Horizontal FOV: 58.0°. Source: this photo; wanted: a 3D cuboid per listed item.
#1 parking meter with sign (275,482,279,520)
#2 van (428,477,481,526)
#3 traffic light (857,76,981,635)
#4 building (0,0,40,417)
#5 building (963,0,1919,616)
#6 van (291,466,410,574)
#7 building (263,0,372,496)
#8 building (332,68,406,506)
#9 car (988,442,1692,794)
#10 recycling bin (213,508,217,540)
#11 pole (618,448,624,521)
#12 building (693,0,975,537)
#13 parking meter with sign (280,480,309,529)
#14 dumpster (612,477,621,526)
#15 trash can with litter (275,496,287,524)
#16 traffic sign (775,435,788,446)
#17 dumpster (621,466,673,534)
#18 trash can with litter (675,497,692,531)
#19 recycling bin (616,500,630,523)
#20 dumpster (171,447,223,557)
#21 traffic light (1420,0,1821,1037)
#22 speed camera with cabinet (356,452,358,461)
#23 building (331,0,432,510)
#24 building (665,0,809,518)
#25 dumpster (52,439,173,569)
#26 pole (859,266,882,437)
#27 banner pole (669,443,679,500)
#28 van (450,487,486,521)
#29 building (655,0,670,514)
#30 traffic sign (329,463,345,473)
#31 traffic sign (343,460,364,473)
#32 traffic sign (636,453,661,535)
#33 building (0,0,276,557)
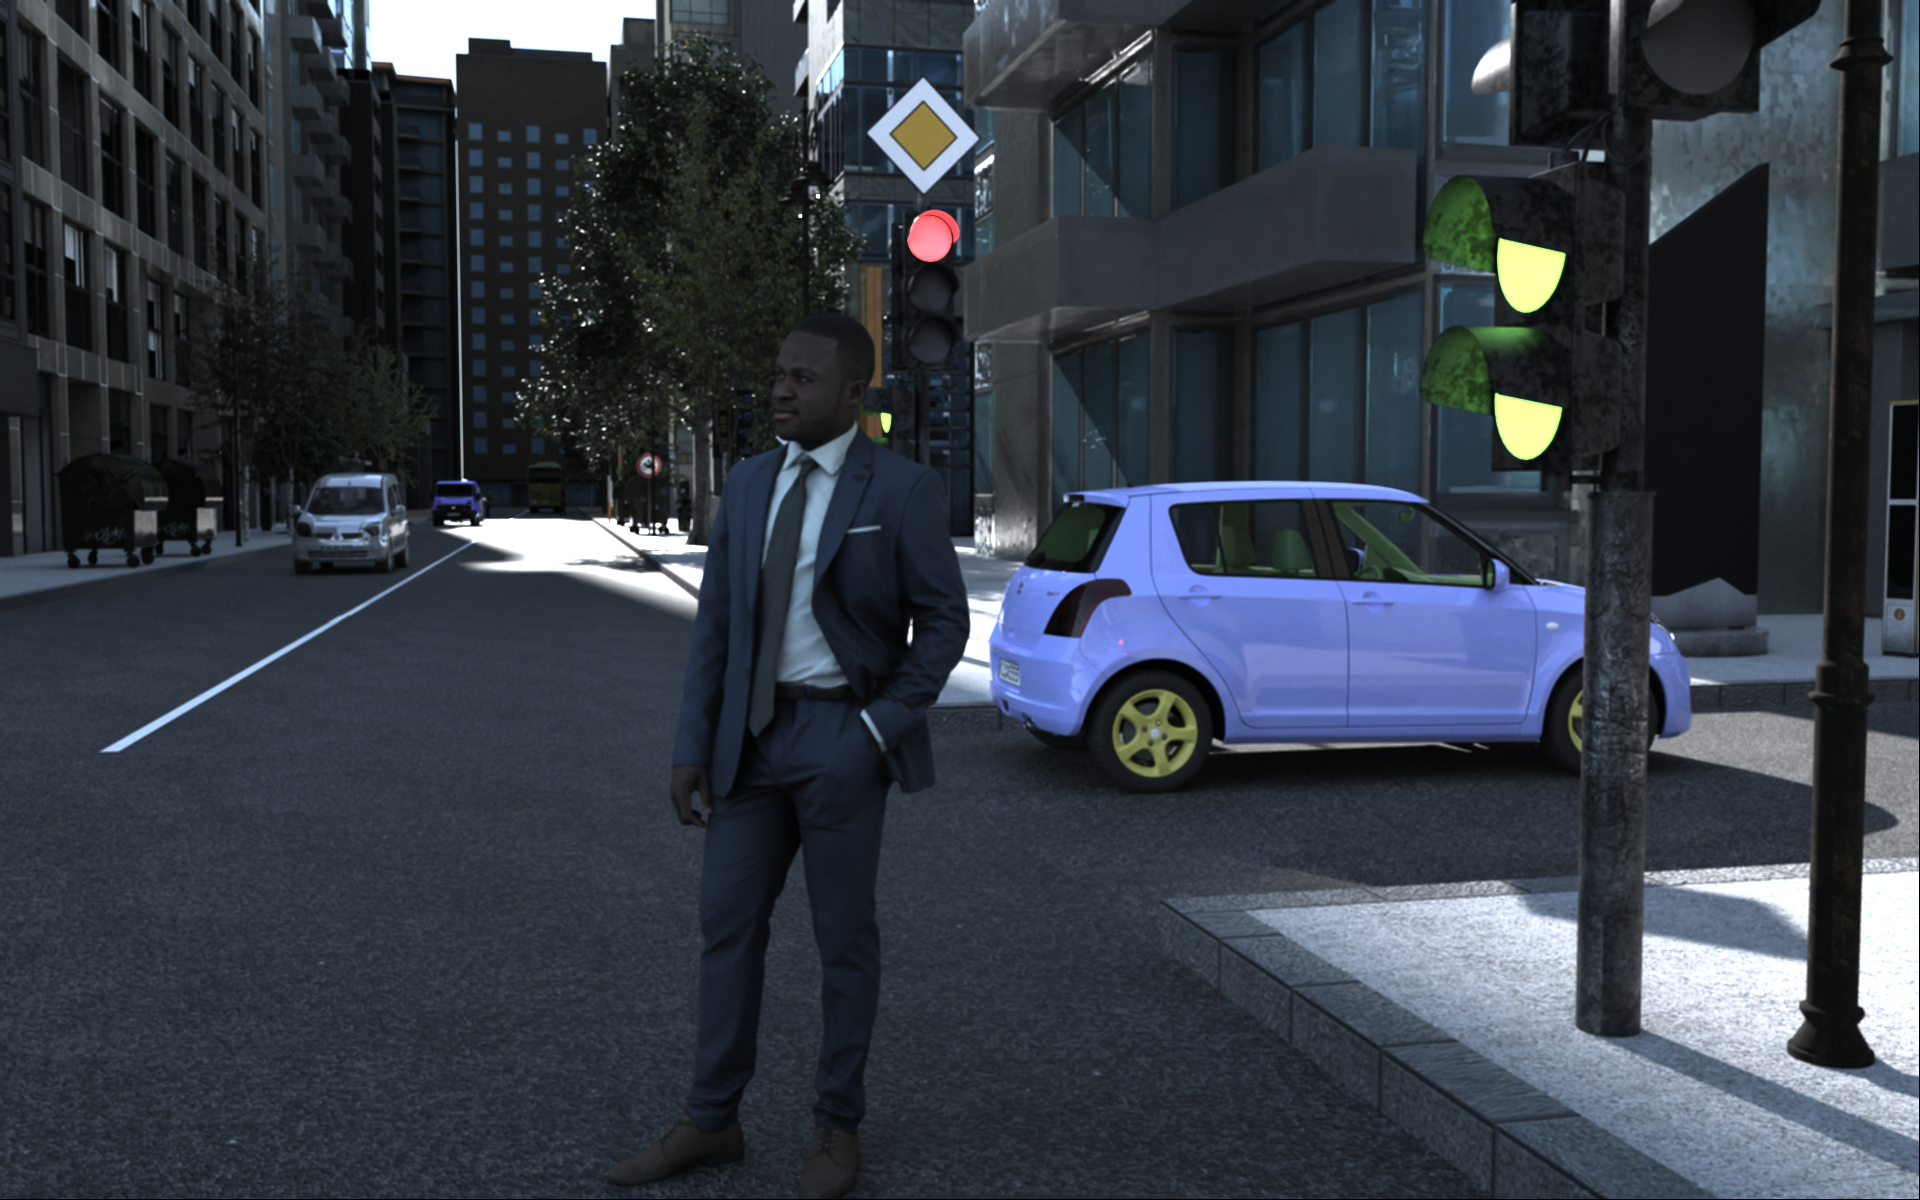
[{"bbox_3d":[-31.110,-5.074,79.225,1.738,3.016,0.543,-1,4,-23],"label":"parking meter with sign"},{"bbox_3d":[-23.048,-4.583,79.316,2.240,2.365,5.245,-1,4,-13],"label":"van"},{"bbox_3d":[-0.277,-1.400,11.819,0.839,4.253,0.868,-1,4,-13],"label":"traffic light"},{"bbox_3d":[-22.474,-13.914,20.997,14.314,27.812,24.014,-1,4,-13],"label":"building"},{"bbox_3d":[14.952,-24.985,28.120,30.456,49.044,23.786,-1,4,-13],"label":"building"},{"bbox_3d":[-11.391,-1.560,32.514,2.013,2.044,4.112,-1,4,-11],"label":"van"},{"bbox_3d":[-45.535,-28.979,93.411,23.786,49.044,30.456,-1,4,-13],"label":"building"},{"bbox_3d":[-45.659,-21.125,117.102,14.160,30.474,14.107,-1,4,-13],"label":"building"},{"bbox_3d":[2.020,0.019,9.274,3.694,1.707,1.945,-1,4,-12],"label":"car"},{"bbox_3d":[-21.304,-2.200,48.524,0.722,1.027,0.722,0,4,-5],"label":"recycling bin"},{"bbox_3d":[-13.835,-4.703,70.734,0.158,3.312,0.155,0,3,0],"label":"pole"},{"bbox_3d":[2.049,-46.021,65.118,22.319,86.520,31.000,-1,4,-13],"label":"building"},{"bbox_3d":[-24.098,-4.090,63.131,0.543,3.016,1.738,-3,5,-43],"label":"parking meter with sign"},{"bbox_3d":[-13.131,-4.085,69.276,1.502,2.255,1.985,-1,4,-13],"label":"dumpster"},{"bbox_3d":[-29.705,-3.942,75.513,1.678,1.210,2.233,-2,4,-25],"label":"trash can with litter"},{"bbox_3d":[-2.077,-1.346,23.199,0.795,2.450,0.064,0,4,-6],"label":"traffic sign"},{"bbox_3d":[-10.087,-3.276,56.057,1.502,2.255,1.985,-1,4,-13],"label":"dumpster"},{"bbox_3d":[-9.569,-2.948,59.588,0.624,1.170,1.055,-1,4,-17],"label":"trash can with litter"},{"bbox_3d":[-14.880,-3.943,77.020,0.722,1.027,0.722,0,4,1],"label":"recycling bin"},{"bbox_3d":[-16.260,-2.045,35.928,1.502,2.255,1.985,-1,4,-13],"label":"dumpster"},{"bbox_3d":[1.537,-0.925,4.042,0.839,4.253,0.868,-1,4,-13],"label":"traffic light"},{"bbox_3d":[-26.636,-4.908,74.575,2.038,3.252,0.660,1,4,17],"label":"speed camera with cabinet"},{"bbox_3d":[-59.575,-50.423,137.080,31.000,86.520,22.319,-1,4,-13],"label":"building"},{"bbox_3d":[-9.933,-25.453,99.747,14.154,41.232,14.086,-1,4,-13],"label":"building"},{"bbox_3d":[-15.016,-1.721,30.635,1.502,2.255,1.985,-1,4,-13],"label":"dumpster"},{"bbox_3d":[-0.806,-1.335,15.678,0.158,3.312,0.155,0,3,0],"label":"pole"},{"bbox_3d":[-14.040,-5.823,85.227,0.863,3.779,0.401,3,4,36],"label":"banner pole"},{"bbox_3d":[-26.238,-5.207,92.139,2.013,2.044,4.112,-1,4,-14],"label":"van"},{"bbox_3d":[-10.619,-35.412,120.983,21.231,58.520,28.212,-1,4,-13],"label":"building"},{"bbox_3d":[-23.149,-3.851,64.154,0.795,2.450,0.064,-1,4,-13],"label":"traffic sign"},{"bbox_3d":[-22.982,-4.012,65.695,0.768,2.556,0.104,-1,4,-10],"label":"traffic sign"},{"bbox_3d":[-9.667,-3.287,53.849,0.768,2.556,0.104,-1,4,-11],"label":"traffic sign"},{"bbox_3d":[-32.525,-14.947,48.899,19.350,26.468,34.151,-1,4,-13],"label":"building"}]
